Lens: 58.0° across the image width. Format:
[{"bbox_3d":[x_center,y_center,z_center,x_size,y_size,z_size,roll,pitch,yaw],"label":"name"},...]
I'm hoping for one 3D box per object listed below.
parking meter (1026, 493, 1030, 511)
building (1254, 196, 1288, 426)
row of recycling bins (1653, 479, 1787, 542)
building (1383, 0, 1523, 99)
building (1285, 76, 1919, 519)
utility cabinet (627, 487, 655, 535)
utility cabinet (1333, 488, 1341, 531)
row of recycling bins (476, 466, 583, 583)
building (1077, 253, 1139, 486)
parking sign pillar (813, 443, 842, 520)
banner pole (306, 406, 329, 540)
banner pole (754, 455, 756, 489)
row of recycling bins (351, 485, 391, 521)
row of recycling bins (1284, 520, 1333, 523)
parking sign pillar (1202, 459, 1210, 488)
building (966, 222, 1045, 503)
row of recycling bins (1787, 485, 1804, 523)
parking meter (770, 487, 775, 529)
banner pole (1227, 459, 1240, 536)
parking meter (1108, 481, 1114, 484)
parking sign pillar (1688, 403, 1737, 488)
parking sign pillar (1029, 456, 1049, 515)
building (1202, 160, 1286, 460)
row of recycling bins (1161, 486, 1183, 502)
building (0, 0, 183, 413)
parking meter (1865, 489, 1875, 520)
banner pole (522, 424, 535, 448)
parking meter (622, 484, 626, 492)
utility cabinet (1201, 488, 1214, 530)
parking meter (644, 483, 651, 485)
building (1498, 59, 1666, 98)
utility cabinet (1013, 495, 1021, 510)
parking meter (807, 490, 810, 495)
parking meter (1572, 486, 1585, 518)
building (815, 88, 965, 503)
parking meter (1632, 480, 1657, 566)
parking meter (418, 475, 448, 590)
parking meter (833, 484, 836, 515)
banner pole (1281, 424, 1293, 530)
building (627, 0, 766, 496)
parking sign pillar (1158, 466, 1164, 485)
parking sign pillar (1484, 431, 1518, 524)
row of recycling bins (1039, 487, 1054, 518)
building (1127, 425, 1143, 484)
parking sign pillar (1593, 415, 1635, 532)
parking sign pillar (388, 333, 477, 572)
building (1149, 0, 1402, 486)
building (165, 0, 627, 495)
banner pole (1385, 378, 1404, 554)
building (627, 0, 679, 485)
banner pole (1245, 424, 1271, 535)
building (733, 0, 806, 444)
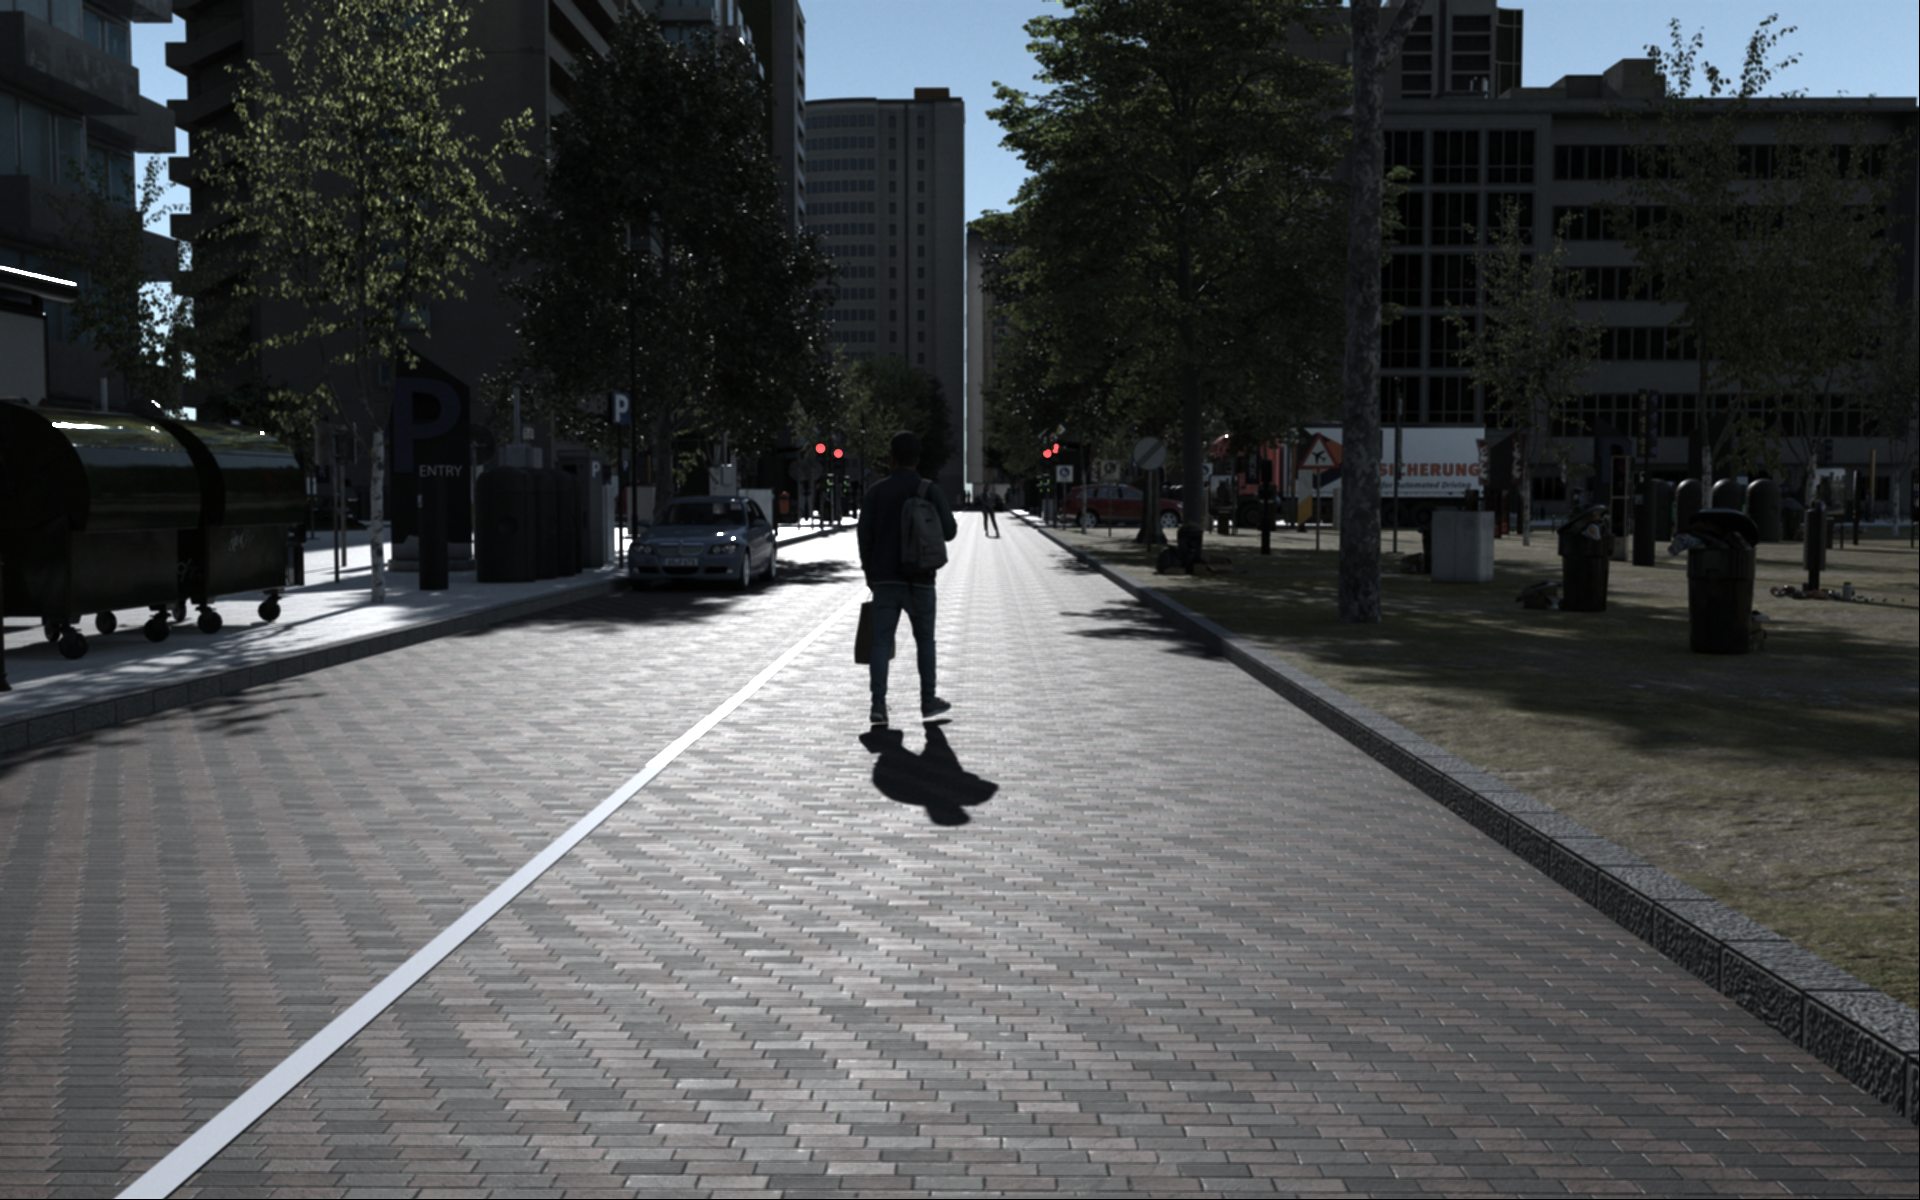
[{"bbox_3d":[5.075,-7.578,129.611,0.255,1.863,0.399,0,4,7],"label":"parking meter"},{"bbox_3d":[25.285,-16.524,111.971,13.314,21.916,24.055,0,4,1],"label":"building"},{"bbox_3d":[20.440,-2.453,47.213,3.534,1.692,1.069,1,4,16],"label":"row of recycling bins"},{"bbox_3d":[70.790,-49.841,253.145,20.611,71.187,20.563,0,4,1],"label":"building"},{"bbox_3d":[33.555,-16.709,92.262,30.058,24.678,14.314,0,4,1],"label":"building"},{"bbox_3d":[-9.676,-2.711,53.007,1.173,1.500,0.318,3,4,37],"label":"utility cabinet"},{"bbox_3d":[13.469,-3.127,59.804,1.173,1.500,0.318,-1,4,-15],"label":"utility cabinet"},{"bbox_3d":[-6.550,-1.196,26.665,1.069,1.692,3.534,0,4,2],"label":"row of recycling bins"},{"bbox_3d":[26.966,-34.773,260.414,23.993,40.220,32.217,0,4,1],"label":"building"},{"bbox_3d":[-6.715,-6.067,87.668,1.447,3.967,1.447,0,4,5],"label":"parking sign pillar"},{"bbox_3d":[-18.106,-3.597,48.827,0.863,3.779,0.401,1,4,20],"label":"banner pole"},{"bbox_3d":[-10.484,-6.139,90.396,0.863,3.779,0.401,0,4,-1],"label":"banner pole"},{"bbox_3d":[-28.713,-4.689,83.786,3.534,1.692,1.069,2,4,33],"label":"row of recycling bins"},{"bbox_3d":[15.962,-4.226,76.201,3.534,1.692,1.069,2,4,31],"label":"row of recycling bins"},{"bbox_3d":[14.067,-6.659,97.353,1.447,3.967,1.447,3,5,43],"label":"parking sign pillar"},{"bbox_3d":[7.825,-34.804,252.637,14.086,41.232,14.154,0,4,1],"label":"building"},{"bbox_3d":[37.018,-4.257,76.721,1.069,1.692,3.534,-3,4,-37],"label":"row of recycling bins"},{"bbox_3d":[-6.984,-3.399,63.988,0.372,1.533,0.369,0,3,0],"label":"parking meter"},{"bbox_3d":[8.286,-3.826,52.576,0.401,3.779,0.863,1,4,17],"label":"banner pole"},{"bbox_3d":[6.827,-4.447,78.424,0.255,1.863,0.399,0,4,2],"label":"parking meter"},{"bbox_3d":[22.475,-3.871,51.763,1.447,3.967,1.447,-3,5,-41],"label":"parking sign pillar"},{"bbox_3d":[5.024,-7.326,108.244,1.447,3.967,1.447,1,4,15],"label":"parking sign pillar"},{"bbox_3d":[26.278,-21.292,135.518,14.401,28.519,23.554,0,4,1],"label":"building"},{"bbox_3d":[10.684,-5.000,88.866,3.534,1.692,1.069,3,5,44],"label":"row of recycling bins"},{"bbox_3d":[-35.364,-25.528,36.990,30.456,49.044,23.786,0,4,1],"label":"building"},{"bbox_3d":[43.917,-4.599,83.602,0.372,1.533,0.369,0,3,0],"label":"parking meter"},{"bbox_3d":[-13.604,-3.921,54.132,0.401,3.779,0.863,3,5,41],"label":"banner pole"},{"bbox_3d":[-19.599,-5.859,101.506,0.255,1.863,0.399,1,4,19],"label":"parking meter"},{"bbox_3d":[8.647,-3.182,60.711,0.318,1.500,1.173,0,4,-1],"label":"utility cabinet"},{"bbox_3d":[-16.006,-5.089,88.911,0.255,1.863,0.399,-2,4,-32],"label":"parking meter"},{"bbox_3d":[69.942,-35.127,198.032,21.600,48.544,21.300,0,4,1],"label":"building"},{"bbox_3d":[4.881,-8.074,143.174,1.020,1.237,0.306,2,4,33],"label":"utility cabinet"},{"bbox_3d":[-8.906,-5.735,102.175,0.372,1.533,0.369,0,3,0],"label":"parking meter"},{"bbox_3d":[20.516,-2.999,57.442,0.372,1.533,0.369,0,3,0],"label":"parking meter"},{"bbox_3d":[-13.392,-43.578,254.499,28.212,58.520,21.231,0,4,1],"label":"building"},{"bbox_3d":[12.259,-1.383,31.021,0.372,1.533,0.369,0,3,0],"label":"parking meter"},{"bbox_3d":[-7.064,-0.905,23.216,0.372,1.533,0.369,0,3,0],"label":"parking meter"},{"bbox_3d":[-7.379,-5.838,101.170,0.255,1.863,0.399,-3,4,-37],"label":"parking meter"},{"bbox_3d":[11.808,-4.407,62.063,0.401,3.779,0.863,2,4,26],"label":"banner pole"},{"bbox_3d":[-30.496,-33.256,163.349,23.786,49.044,30.456,0,4,1],"label":"building"},{"bbox_3d":[15.418,-8.938,134.614,1.447,3.967,1.447,-1,4,-19],"label":"parking sign pillar"},{"bbox_3d":[23.117,-5.227,73.929,1.447,3.967,1.447,2,4,30],"label":"parking sign pillar"},{"bbox_3d":[4.846,-5.327,94.208,1.069,1.692,3.534,0,4,6],"label":"row of recycling bins"},{"bbox_3d":[33.826,-21.385,194.686,27.650,21.520,28.899,0,4,1],"label":"building"},{"bbox_3d":[22.401,-4.332,59.303,1.447,3.967,1.447,0,4,-7],"label":"parking sign pillar"},{"bbox_3d":[-8.900,-2.486,29.122,1.447,3.967,1.447,-1,4,-14],"label":"parking sign pillar"},{"bbox_3d":[29.611,-33.264,167.570,21.300,48.544,21.600,0,4,1],"label":"building"},{"bbox_3d":[-31.770,-29.092,99.357,21.300,48.544,21.600,0,4,1],"label":"building"},{"bbox_3d":[9.492,-2.905,37.512,0.401,3.779,0.863,2,4,24],"label":"banner pole"},{"bbox_3d":[-34.704,-26.871,131.227,32.217,40.220,23.993,0,4,1],"label":"building"},{"bbox_3d":[9.264,-3.907,53.895,0.863,3.779,0.401,2,4,25],"label":"banner pole"},{"bbox_3d":[-32.141,-40.177,198.887,28.212,58.520,21.231,0,4,1],"label":"building"}]
